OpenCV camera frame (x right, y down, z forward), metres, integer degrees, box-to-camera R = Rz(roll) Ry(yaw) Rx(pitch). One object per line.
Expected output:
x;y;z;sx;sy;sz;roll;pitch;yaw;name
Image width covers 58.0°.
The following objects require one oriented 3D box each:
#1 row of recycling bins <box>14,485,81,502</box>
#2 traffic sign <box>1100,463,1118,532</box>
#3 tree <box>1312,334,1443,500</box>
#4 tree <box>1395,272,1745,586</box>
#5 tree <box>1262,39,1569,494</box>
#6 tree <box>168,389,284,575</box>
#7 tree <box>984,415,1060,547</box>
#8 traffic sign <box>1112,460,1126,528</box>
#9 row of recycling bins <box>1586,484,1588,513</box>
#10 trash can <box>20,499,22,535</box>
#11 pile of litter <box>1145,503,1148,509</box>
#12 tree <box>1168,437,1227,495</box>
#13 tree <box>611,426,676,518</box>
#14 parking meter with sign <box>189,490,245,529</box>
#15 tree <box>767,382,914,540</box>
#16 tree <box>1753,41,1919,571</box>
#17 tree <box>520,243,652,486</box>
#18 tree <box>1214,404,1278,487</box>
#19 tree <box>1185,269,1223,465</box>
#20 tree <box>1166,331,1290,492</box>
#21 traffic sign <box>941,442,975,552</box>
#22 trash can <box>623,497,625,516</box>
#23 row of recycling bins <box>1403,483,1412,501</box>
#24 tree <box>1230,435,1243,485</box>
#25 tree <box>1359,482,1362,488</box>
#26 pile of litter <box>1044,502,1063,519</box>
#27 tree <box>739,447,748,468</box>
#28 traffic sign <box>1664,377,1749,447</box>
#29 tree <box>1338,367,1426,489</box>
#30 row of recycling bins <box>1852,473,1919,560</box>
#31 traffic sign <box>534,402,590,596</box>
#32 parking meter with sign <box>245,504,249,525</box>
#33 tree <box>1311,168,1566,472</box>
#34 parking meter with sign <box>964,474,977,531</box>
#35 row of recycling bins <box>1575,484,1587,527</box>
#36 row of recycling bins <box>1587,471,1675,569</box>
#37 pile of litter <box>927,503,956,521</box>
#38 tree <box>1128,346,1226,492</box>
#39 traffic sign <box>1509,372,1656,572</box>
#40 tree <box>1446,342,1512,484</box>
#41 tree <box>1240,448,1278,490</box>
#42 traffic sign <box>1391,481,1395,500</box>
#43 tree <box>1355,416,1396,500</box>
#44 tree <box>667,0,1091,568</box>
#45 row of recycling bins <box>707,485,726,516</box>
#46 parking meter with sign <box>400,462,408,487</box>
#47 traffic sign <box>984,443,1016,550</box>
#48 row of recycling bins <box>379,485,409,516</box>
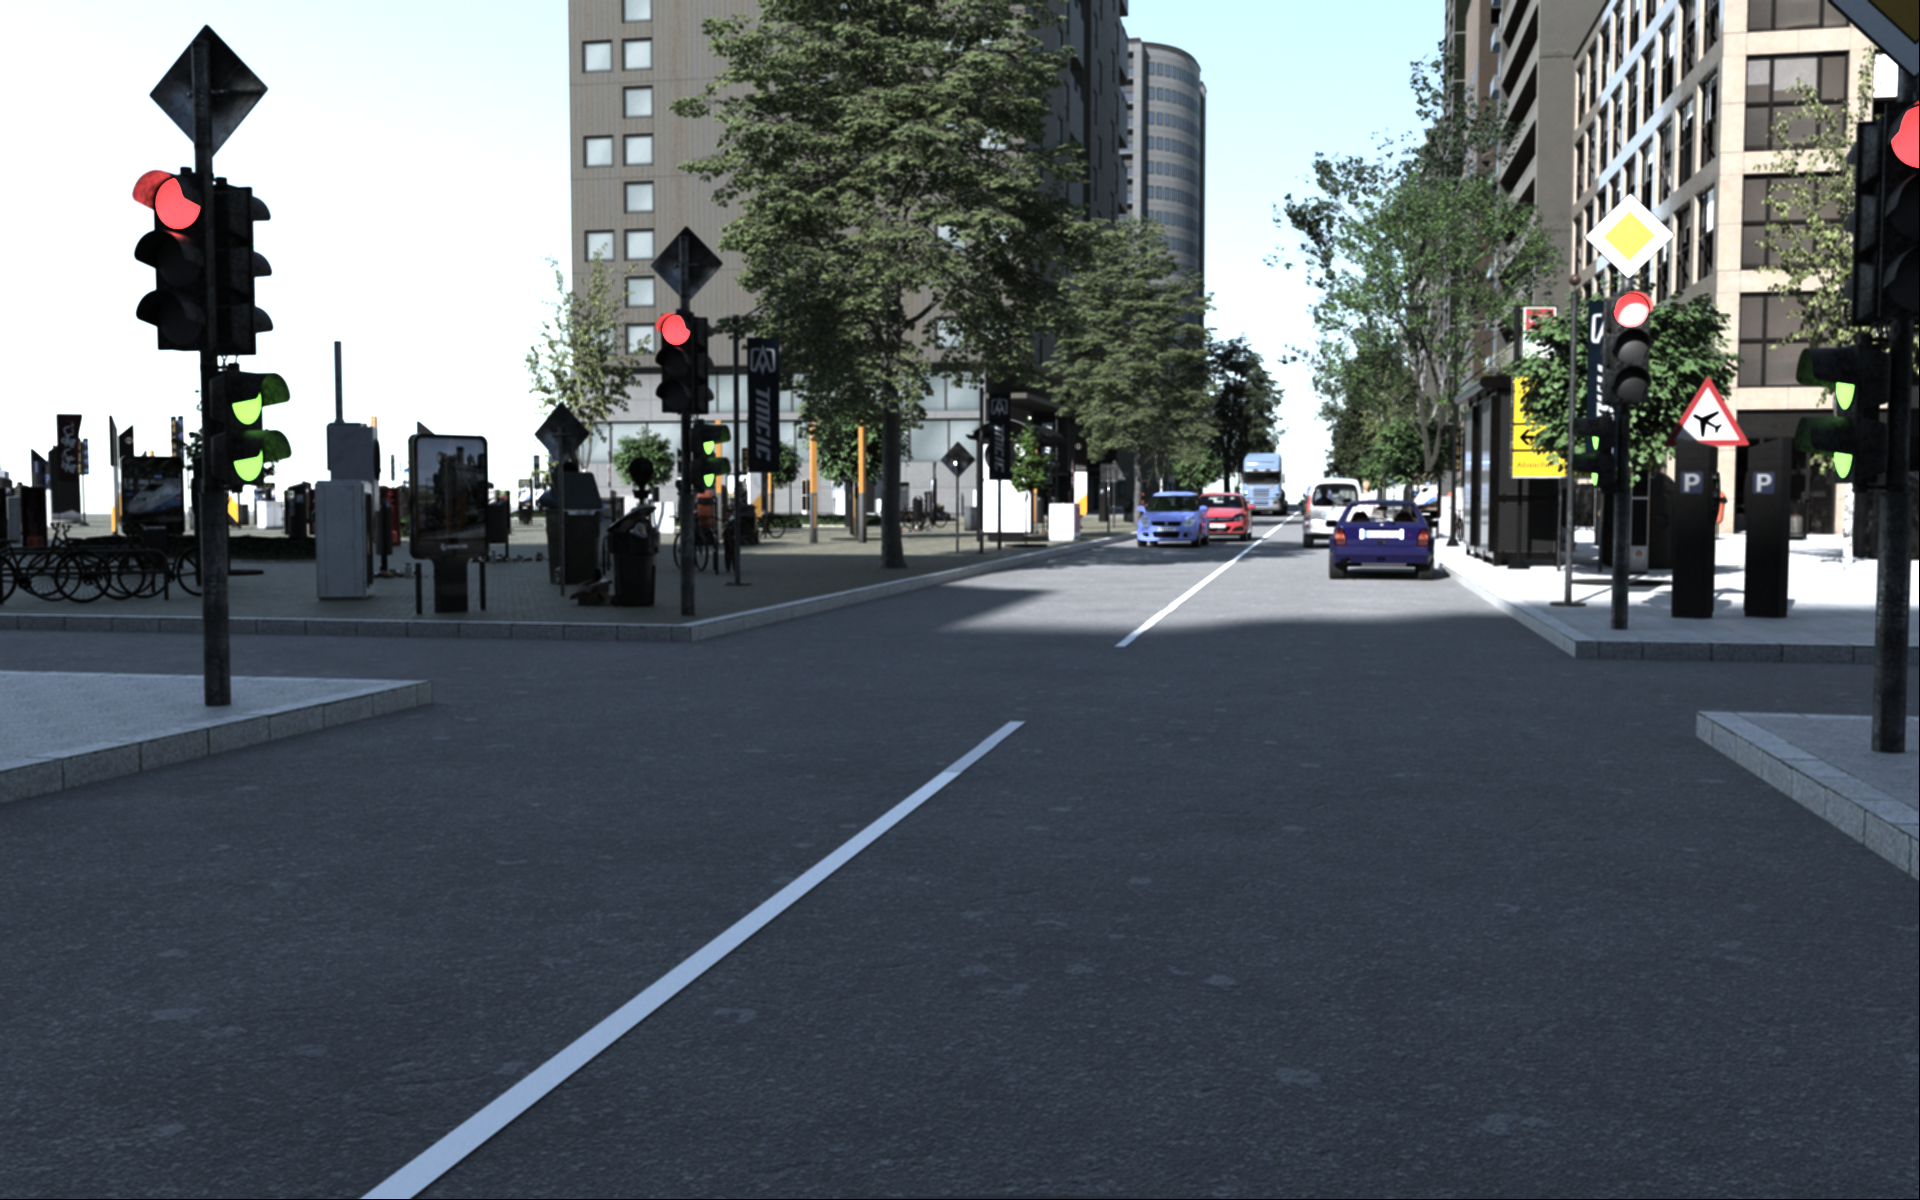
-41.623;-4.401;79.069;1.069;1.692;3.534;1;4;17;row of recycling bins
4.972;-3.412;57.912;0.606;2.300;0.079;1;4;17;traffic sign
30.203;-12.680;124.320;9.611;12.733;9.660;0;3;0;tree
9.399;-2.506;24.694;4.285;4.588;4.351;0;3;0;tree
19.574;-13.416;75.237;12.611;20.169;13.585;0;3;0;tree
-11.641;-2.014;27.535;1.663;3.219;1.824;0;3;0;tree
1.695;-2.905;42.101;1.663;3.219;1.824;0;3;0;tree
5.808;-3.993;65.284;0.884;2.594;0.081;1;4;18;traffic sign
16.072;-2.102;41.473;1.069;1.692;3.534;0;4;6;row of recycling bins
-29.368;-2.608;54.298;0.748;1.137;0.748;0;3;0;trash can
9.070;-4.429;86.381;1.176;0.858;1.719;1;4;20;pile of litter
13.499;-7.059;99.136;4.285;4.588;4.351;0;3;0;tree
-15.206;-6.104;83.520;4.285;4.588;4.351;0;3;0;tree
-27.170;-4.091;63.150;1.738;3.016;0.543;-1;4;-11;parking meter with sign
-3.021;-3.975;48.699;4.285;4.588;4.351;0;3;0;tree
15.046;-4.791;28.701;4.737;8.622;4.395;0;3;0;tree
-11.195;-6.179;51.384;4.737;8.622;4.395;0;3;0;tree
27.254;-14.287;168.008;7.601;10.594;8.767;0;4;1;tree
6.942;-9.373;71.376;7.486;12.596;7.792;0;3;0;tree
20.672;-13.930;134.413;9.857;13.997;8.962;0;3;0;tree
-0.054;-2.271;38.320;0.795;2.450;0.064;1;4;18;traffic sign
-17.241;-4.626;87.293;0.748;1.137;0.748;0;3;0;trash can
15.845;-3.217;59.709;1.069;1.692;3.534;1;4;18;row of recycling bins
30.174;-14.270;183.675;4.737;8.622;4.395;0;3;0;tree
40.207;-11.039;175.085;1.663;3.219;1.824;0;3;0;tree
5.179;-4.573;88.741;1.719;0.858;1.176;2;4;32;pile of litter
-9.904;-6.554;90.874;4.285;4.588;4.351;0;3;0;tree
8.299;-1.181;19.306;0.884;2.594;0.081;1;4;14;traffic sign
24.903;-9.183;100.506;4.737;8.622;4.395;0;3;0;tree
18.730;-1.715;35.151;1.069;1.692;3.534;1;4;19;row of recycling bins
-5.017;-1.262;21.812;0.795;2.450;0.064;1;4;18;traffic sign
-30.089;-4.576;71.083;0.543;3.016;1.738;2;4;31;parking meter with sign
14.868;-7.861;54.283;9.928;11.665;9.643;0;3;0;tree
0.914;-3.953;60.891;1.738;3.016;0.543;-3;5;-42;parking meter with sign
24.966;-3.776;68.857;1.069;1.692;3.534;0;4;-3;row of recycling bins
12.122;-1.471;31.164;1.069;1.692;3.534;1;4;13;row of recycling bins
-0.937;-4.196;82.566;1.719;0.858;1.176;2;4;32;pile of litter
10.283;-8.372;87.242;4.360;8.622;3.978;0;3;0;tree
10.249;-2.121;28.556;2.265;3.308;0.079;1;4;19;traffic sign
25.885;-8.206;84.530;4.737;8.622;4.395;0;3;0;tree
34.415;-15.472;203.334;4.360;8.622;3.978;0;3;0;tree
21.012;-5.124;83.880;0.768;2.556;0.104;1;4;12;traffic sign
16.787;-4.921;64.177;4.285;4.588;4.351;0;3;0;tree
-1.023;-6.811;29.494;7.486;12.596;7.792;0;3;0;tree
-10.774;-4.286;77.194;1.069;1.692;3.534;0;4;-3;row of recycling bins
-30.316;-6.043;95.060;0.543;3.016;1.738;-1;4;-10;parking meter with sign
0.908;-2.432;39.875;0.768;2.556;0.104;1;4;21;traffic sign
-27.711;-4.565;81.745;3.534;1.692;1.069;0;4;-5;row of recycling bins
